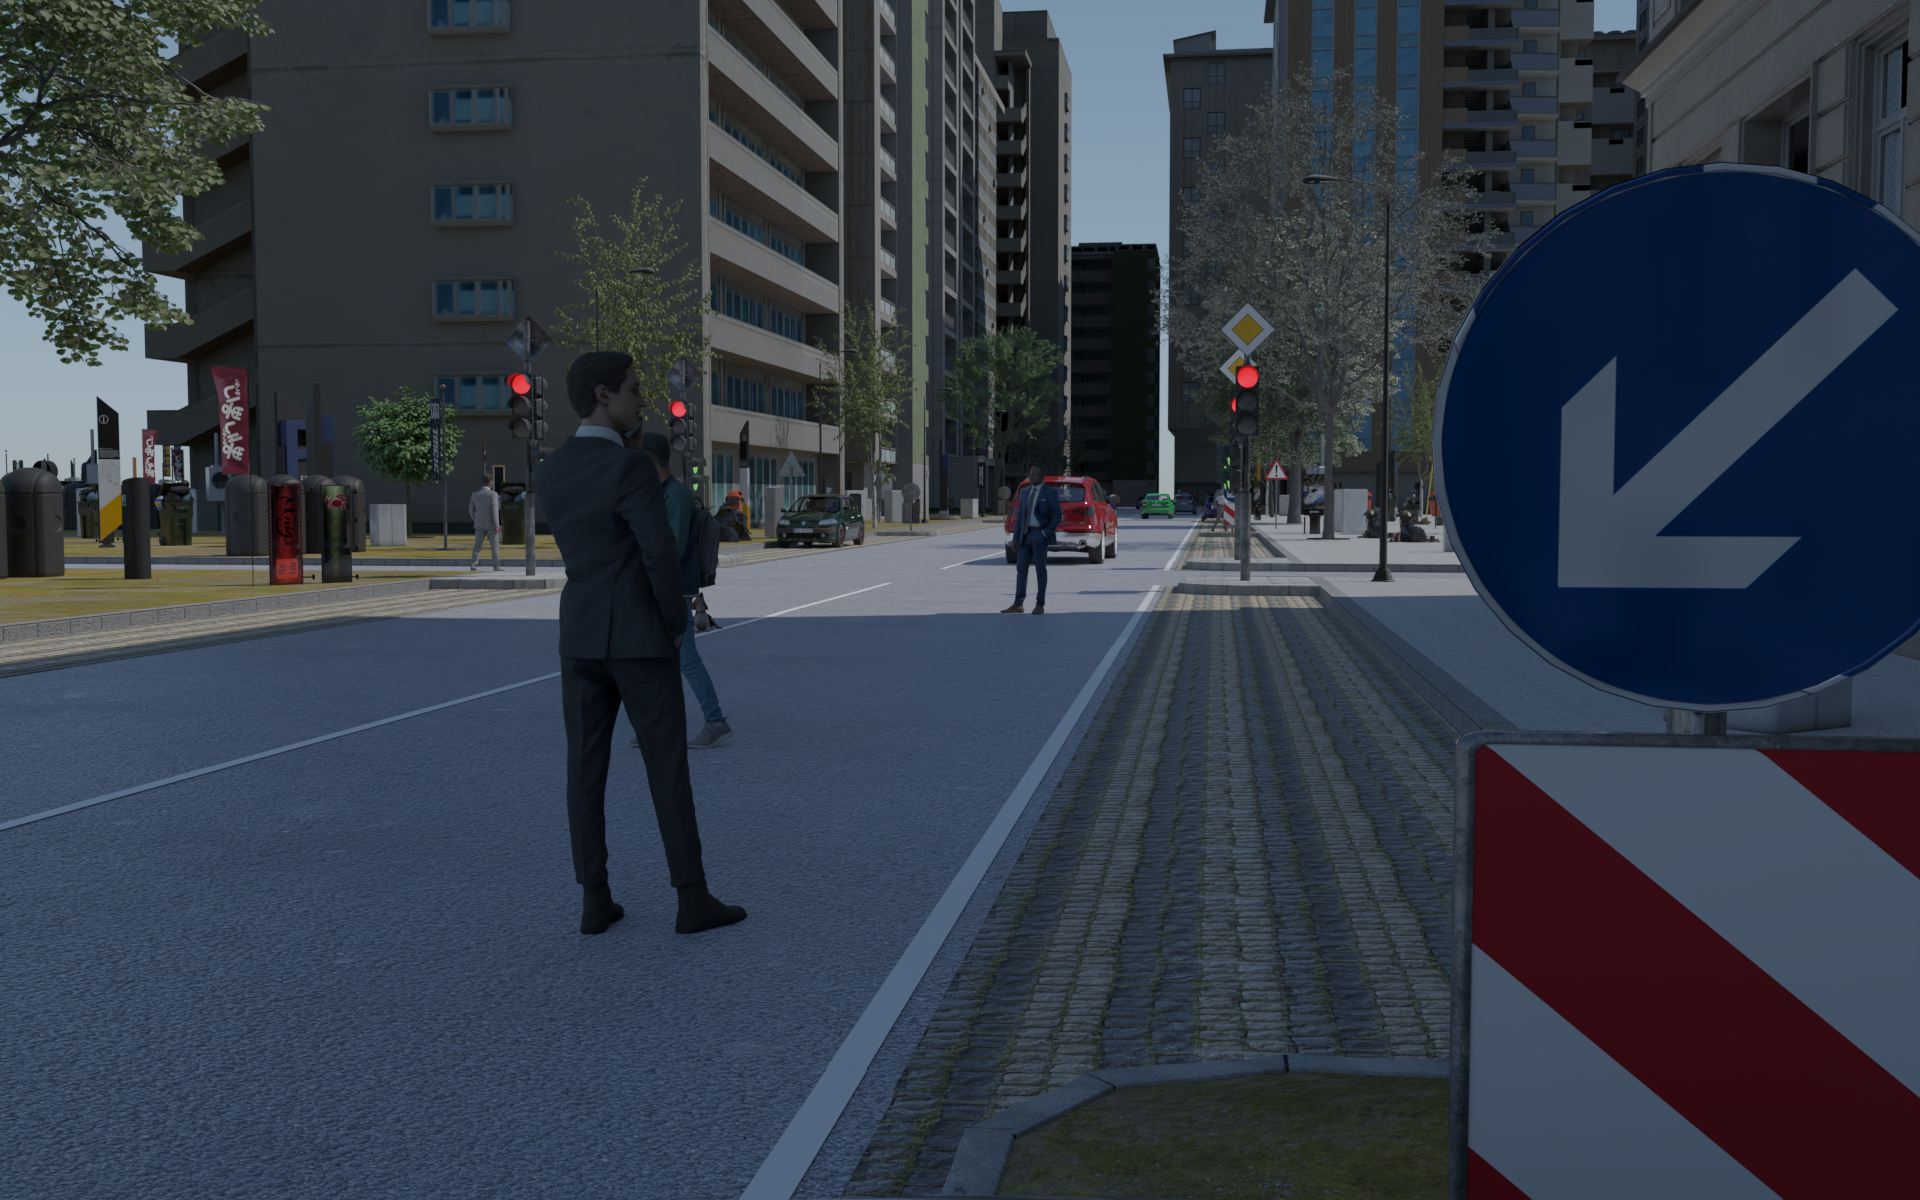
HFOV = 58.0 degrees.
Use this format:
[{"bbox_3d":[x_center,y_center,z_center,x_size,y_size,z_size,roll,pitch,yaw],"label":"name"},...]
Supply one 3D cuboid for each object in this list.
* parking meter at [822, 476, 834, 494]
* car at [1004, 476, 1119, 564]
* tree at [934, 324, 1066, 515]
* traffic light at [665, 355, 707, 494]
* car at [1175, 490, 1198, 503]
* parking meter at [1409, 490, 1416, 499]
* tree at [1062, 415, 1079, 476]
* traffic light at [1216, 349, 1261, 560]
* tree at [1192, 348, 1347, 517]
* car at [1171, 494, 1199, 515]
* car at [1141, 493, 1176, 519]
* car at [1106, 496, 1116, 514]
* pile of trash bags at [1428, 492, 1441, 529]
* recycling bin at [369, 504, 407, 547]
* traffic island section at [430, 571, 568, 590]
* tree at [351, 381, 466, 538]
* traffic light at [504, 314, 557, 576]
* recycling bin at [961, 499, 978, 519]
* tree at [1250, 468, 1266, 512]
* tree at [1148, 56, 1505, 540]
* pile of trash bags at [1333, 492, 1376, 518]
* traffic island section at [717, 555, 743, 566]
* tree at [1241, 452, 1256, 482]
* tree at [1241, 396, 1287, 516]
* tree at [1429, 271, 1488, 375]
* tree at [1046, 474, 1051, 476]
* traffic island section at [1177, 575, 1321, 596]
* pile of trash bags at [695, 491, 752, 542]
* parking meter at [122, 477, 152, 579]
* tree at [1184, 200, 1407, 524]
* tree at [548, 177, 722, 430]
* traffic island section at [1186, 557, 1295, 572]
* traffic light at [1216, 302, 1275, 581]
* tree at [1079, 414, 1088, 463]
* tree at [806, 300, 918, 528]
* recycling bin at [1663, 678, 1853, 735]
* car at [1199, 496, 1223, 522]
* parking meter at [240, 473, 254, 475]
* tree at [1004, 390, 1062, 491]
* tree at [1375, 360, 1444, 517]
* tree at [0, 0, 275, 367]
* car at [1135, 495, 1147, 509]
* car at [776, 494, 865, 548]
[{"bbox_3d":[-4.407,-3.176,57.646,0.399,1.863,0.255,-2,4,-31],"label":"parking meter"},{"bbox_3d":[2.227,-1.745,37.205,2.281,1.827,5.304,1,4,10],"label":"car"},{"bbox_3d":[2.405,-10.939,104.607,9.928,11.665,9.643,0,3,0],"label":"tree"},{"bbox_3d":[-5.579,-2.820,35.030,0.839,4.253,0.868,1,4,8],"label":"traffic light"},{"bbox_3d":[22.591,-10.056,173.082,2.281,1.827,5.304,1,4,10],"label":"car"},{"bbox_3d":[27.836,-6.005,106.592,0.372,1.533,0.369,0,3,0],"label":"parking meter"},{"bbox_3d":[5.999,-10.767,126.405,4.360,8.622,3.978,0,3,0],"label":"tree"},{"bbox_3d":[5.368,-2.723,33.443,0.839,4.253,0.868,1,4,8],"label":"traffic light"},{"bbox_3d":[17.178,-9.838,95.260,8.767,10.594,7.601,0,4,-1],"label":"tree"},{"bbox_3d":[15.647,-6.662,120.931,2.014,1.417,4.499,1,4,9],"label":"car"},{"bbox_3d":[11.502,-5.607,100.475,1.959,1.807,4.718,1,4,9],"label":"car"},{"bbox_3d":[7.952,-5.292,99.103,1.945,1.354,3.894,1,4,10],"label":"car"},{"bbox_3d":[18.983,-3.303,63.750,3.447,1.369,1.912,2,4,25],"label":"pile of trash bags"},{"bbox_3d":[-14.114,-1.846,42.739,0.722,1.027,0.722,-2,4,-33],"label":"recycling bin"},{"bbox_3d":[-6.777,-0.305,27.269,2.009,0.180,2.903,1,4,8],"label":"traffic island section"},{"bbox_3d":[-16.096,-4.099,50.741,4.285,4.588,4.351,0,3,0],"label":"tree"},{"bbox_3d":[-6.739,-2.337,27.129,0.839,4.253,0.868,1,4,8],"label":"traffic light"},{"bbox_3d":[0.488,-4.760,90.380,0.722,1.027,0.722,1,4,23],"label":"recycling bin"},{"bbox_3d":[20.757,-7.862,123.143,1.663,3.219,1.824,0,3,0],"label":"tree"},{"bbox_3d":[10.370,-8.451,48.550,12.009,13.543,11.850,0,3,0],"label":"tree"},{"bbox_3d":[19.805,-4.679,86.256,1.912,1.369,3.447,0,4,-6],"label":"pile of trash bags"},{"bbox_3d":[-5.617,-0.788,35.170,2.009,0.180,2.903,1,4,8],"label":"traffic island section"},{"bbox_3d":[29.128,-14.082,180.604,4.360,8.622,3.978,0,3,0],"label":"tree"},{"bbox_3d":[18.083,-9.295,102.331,4.737,8.622,4.395,0,3,0],"label":"tree"},{"bbox_3d":[17.362,-6.503,56.678,4.360,8.622,3.978,0,3,0],"label":"tree"},{"bbox_3d":[7.246,-9.151,144.215,1.663,3.219,1.824,0,3,0],"label":"tree"},{"bbox_3d":[4.245,-0.206,25.651,2.009,0.180,2.903,1,4,8],"label":"traffic island section"},{"bbox_3d":[-6.595,-2.306,47.464,1.912,1.369,3.447,1,4,9],"label":"pile of trash bags"},{"bbox_3d":[-12.426,-1.084,26.136,0.372,1.533,0.369,0,3,0],"label":"parking meter"},{"bbox_3d":[14.517,-10.315,75.306,9.857,13.997,8.962,0,3,0],"label":"tree"},{"bbox_3d":[-7.872,-5.553,41.149,4.737,8.622,4.395,0,3,0],"label":"tree"},{"bbox_3d":[5.406,-0.689,33.552,2.009,0.180,2.903,1,4,8],"label":"traffic island section"},{"bbox_3d":[4.207,-2.240,25.543,0.839,4.253,0.868,1,4,8],"label":"traffic light"},{"bbox_3d":[9.975,-12.766,159.078,4.360,8.622,3.978,0,3,0],"label":"tree"},{"bbox_3d":[-3.379,-6.997,64.756,4.737,8.622,4.395,0,3,0],"label":"tree"},{"bbox_3d":[4.455,0.177,9.664,0.722,1.027,0.722,-2,4,-30],"label":"recycling bin"},{"bbox_3d":[13.383,-4.717,89.709,1.945,1.354,3.894,0,4,8],"label":"car"},{"bbox_3d":[-18.681,-2.434,45.513,0.255,1.863,0.399,1,4,12],"label":"parking meter"},{"bbox_3d":[4.861,-10.423,120.784,4.360,8.622,3.978,0,3,0],"label":"tree"},{"bbox_3d":[25.073,-8.813,94.453,4.737,8.622,4.395,0,3,0],"label":"tree"},{"bbox_3d":[-10.180,-6.008,16.356,7.486,12.596,7.792,0,3,0],"label":"tree"},{"bbox_3d":[17.816,-9.393,166.161,1.945,1.354,3.894,1,4,9],"label":"car"},{"bbox_3d":[-3.765,-2.283,47.109,2.009,1.686,4.222,1,4,9],"label":"car"}]
